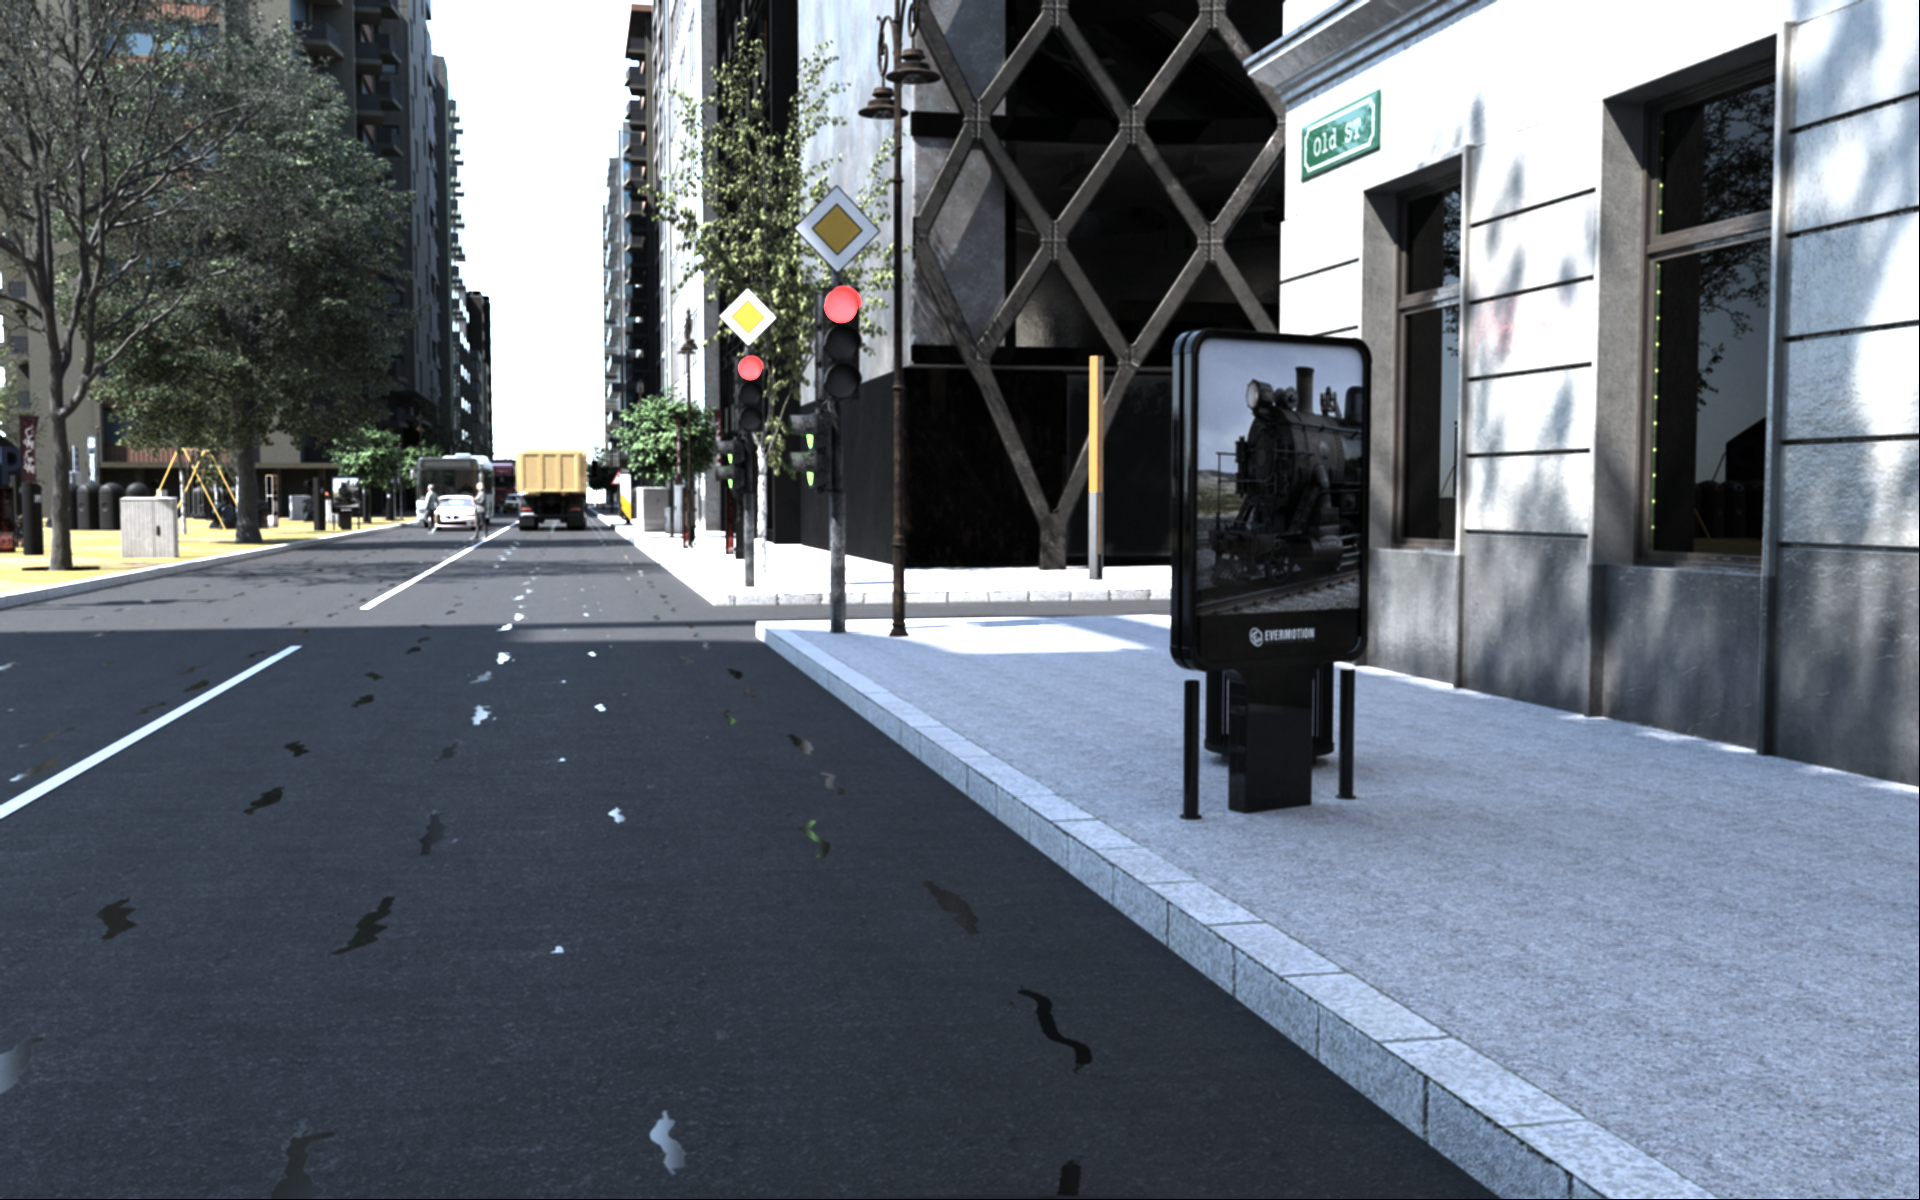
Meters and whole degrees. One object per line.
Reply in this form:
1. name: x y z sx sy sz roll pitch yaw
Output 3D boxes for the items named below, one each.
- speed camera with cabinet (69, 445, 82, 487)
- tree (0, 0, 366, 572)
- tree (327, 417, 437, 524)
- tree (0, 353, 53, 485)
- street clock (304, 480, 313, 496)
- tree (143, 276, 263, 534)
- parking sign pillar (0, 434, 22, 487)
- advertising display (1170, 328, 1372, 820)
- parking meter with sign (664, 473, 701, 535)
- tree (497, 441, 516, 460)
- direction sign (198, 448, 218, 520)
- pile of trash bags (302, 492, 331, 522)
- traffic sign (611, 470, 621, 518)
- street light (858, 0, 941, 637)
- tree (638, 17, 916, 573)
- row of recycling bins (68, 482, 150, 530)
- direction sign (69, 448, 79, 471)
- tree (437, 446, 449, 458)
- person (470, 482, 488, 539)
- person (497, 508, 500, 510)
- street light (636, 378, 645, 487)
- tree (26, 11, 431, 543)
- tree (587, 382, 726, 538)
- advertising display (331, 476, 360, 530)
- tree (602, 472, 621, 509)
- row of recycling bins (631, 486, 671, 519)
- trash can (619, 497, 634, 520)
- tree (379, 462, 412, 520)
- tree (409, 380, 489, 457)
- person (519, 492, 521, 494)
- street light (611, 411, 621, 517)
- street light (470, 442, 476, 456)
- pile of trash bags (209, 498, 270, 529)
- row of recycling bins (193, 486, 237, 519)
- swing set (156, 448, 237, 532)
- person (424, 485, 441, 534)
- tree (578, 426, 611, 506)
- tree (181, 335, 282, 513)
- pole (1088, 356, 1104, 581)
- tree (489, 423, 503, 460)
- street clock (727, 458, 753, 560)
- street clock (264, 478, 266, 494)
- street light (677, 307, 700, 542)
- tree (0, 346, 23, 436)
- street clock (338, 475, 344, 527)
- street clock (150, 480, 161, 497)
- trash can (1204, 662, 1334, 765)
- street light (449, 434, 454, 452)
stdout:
1. speed camera with cabinet: -36.027 -4.693 71.060 0.660 3.252 2.038 1 4 8
2. tree: -15.024 -7.247 28.863 12.009 13.543 11.850 0 3 0
3. tree: -25.422 -5.539 74.280 4.285 4.588 4.351 0 3 0
4. tree: -47.726 -8.347 86.835 4.360 8.622 3.978 0 3 0
5. street clock: -34.316 -5.304 91.287 0.358 2.002 0.471 1 4 19
6. tree: -24.657 -6.419 55.310 4.360 8.622 3.978 0 3 0
7. parking sign pillar: -38.860 -5.033 70.761 1.447 3.967 1.447 1 4 18
8. advertising display: 1.270 -0.111 7.032 0.974 1.923 0.123 -2 4 -32
9. parking meter with sign: -8.753 -3.589 54.938 0.543 3.016 1.738 -3 5 -45
10. tree: -63.126 -17.864 242.437 4.737 8.622 4.395 0 3 0
11. direction sign: -36.700 -5.664 84.606 0.876 3.537 0.379 -1 4 -8
12. pile of trash bags: -30.145 -4.423 82.066 1.912 1.369 3.447 -1 4 -18
13. traffic sign: -18.644 -5.794 94.740 0.884 2.594 0.081 0 4 -5
14. street light: -0.553 -2.612 15.491 0.468 5.910 1.993 -1 4 -13
15. tree: -2.973 -4.743 27.912 4.737 8.622 4.395 0 3 0
16. row of recycling bins: -30.585 -3.346 61.825 3.534 1.692 1.069 1 4 10
17. direction sign: -44.175 -5.752 86.046 0.876 3.537 0.379 1 4 9
18. tree: -31.235 -7.181 101.125 4.285 4.588 4.351 0 3 0
19. person: -15.218 -2.822 54.831 0.526 1.800 0.537 -2 4 -28
20. person: -42.591 -9.241 159.675 0.705 1.814 1.350 0 3 0
21. street light: -12.742 -5.898 69.227 0.468 5.910 1.993 -1 4 -13
22. tree: -18.961 -8.490 45.460 9.857 13.997 8.962 0 3 0
23. tree: -8.548 -4.102 50.782 4.285 4.588 4.351 0 3 0
24. advertising display: -22.025 -3.480 62.112 0.974 1.923 0.123 -1 4 -13
25. tree: -29.467 -9.371 147.810 1.663 3.219 1.824 0 3 0
26. row of recycling bins: -15.658 -4.921 87.567 1.069 1.692 3.534 -2 4 -35
27. trash can: -16.258 -4.458 84.547 0.748 1.137 0.748 0 3 0
28. tree: -28.051 -5.570 85.668 1.663 3.219 1.824 0 3 0
29. tree: -33.482 -9.918 112.515 4.360 8.622 3.978 0 3 0
30. person: -56.898 -13.163 223.845 1.348 1.807 0.705 1 4 18
31. street light: -18.881 -7.535 95.988 0.468 5.910 1.993 -1 4 -13
32. street light: -42.200 -10.840 150.021 0.468 5.910 1.993 -1 4 -13
33. pile of trash bags: -26.546 -3.322 64.073 1.912 1.369 3.447 -2 4 -33
34. row of recycling bins: -38.460 -5.057 89.795 1.069 1.692 3.534 1 4 14
35. swing set: -26.567 -3.832 60.270 2.862 2.851 3.119 0 4 -7
36. person: -19.120 -3.297 62.888 0.515 1.767 0.782 1 4 16
37. tree: -38.419 -14.154 181.786 4.737 8.622 4.395 0 3 0
38. tree: -30.157 -7.447 72.122 4.737 8.622 4.395 0 3 0
39. pole: 2.021 -1.947 25.676 0.158 3.312 0.155 0 3 0
40. tree: -46.961 -13.437 170.064 4.360 8.622 3.978 0 3 0
41. street clock: -4.309 -1.795 33.918 0.471 2.002 0.358 0 4 3
42. street clock: -30.049 -4.328 75.336 0.358 2.002 0.471 0 4 6
43. street light: -6.694 -4.282 42.806 0.468 5.910 1.993 -1 4 -13
44. tree: -43.979 -7.662 75.631 4.737 8.622 4.395 0 3 0
45. street clock: -23.903 -3.813 66.906 0.471 2.002 0.358 1 4 23
46. street clock: -42.366 -5.300 91.224 0.471 2.002 0.358 1 4 13
47. trash can: 1.482 0.206 8.284 0.748 1.137 0.748 0 3 0
48. street light: -36.052 -9.190 123.042 0.468 5.910 1.993 -1 4 -13
